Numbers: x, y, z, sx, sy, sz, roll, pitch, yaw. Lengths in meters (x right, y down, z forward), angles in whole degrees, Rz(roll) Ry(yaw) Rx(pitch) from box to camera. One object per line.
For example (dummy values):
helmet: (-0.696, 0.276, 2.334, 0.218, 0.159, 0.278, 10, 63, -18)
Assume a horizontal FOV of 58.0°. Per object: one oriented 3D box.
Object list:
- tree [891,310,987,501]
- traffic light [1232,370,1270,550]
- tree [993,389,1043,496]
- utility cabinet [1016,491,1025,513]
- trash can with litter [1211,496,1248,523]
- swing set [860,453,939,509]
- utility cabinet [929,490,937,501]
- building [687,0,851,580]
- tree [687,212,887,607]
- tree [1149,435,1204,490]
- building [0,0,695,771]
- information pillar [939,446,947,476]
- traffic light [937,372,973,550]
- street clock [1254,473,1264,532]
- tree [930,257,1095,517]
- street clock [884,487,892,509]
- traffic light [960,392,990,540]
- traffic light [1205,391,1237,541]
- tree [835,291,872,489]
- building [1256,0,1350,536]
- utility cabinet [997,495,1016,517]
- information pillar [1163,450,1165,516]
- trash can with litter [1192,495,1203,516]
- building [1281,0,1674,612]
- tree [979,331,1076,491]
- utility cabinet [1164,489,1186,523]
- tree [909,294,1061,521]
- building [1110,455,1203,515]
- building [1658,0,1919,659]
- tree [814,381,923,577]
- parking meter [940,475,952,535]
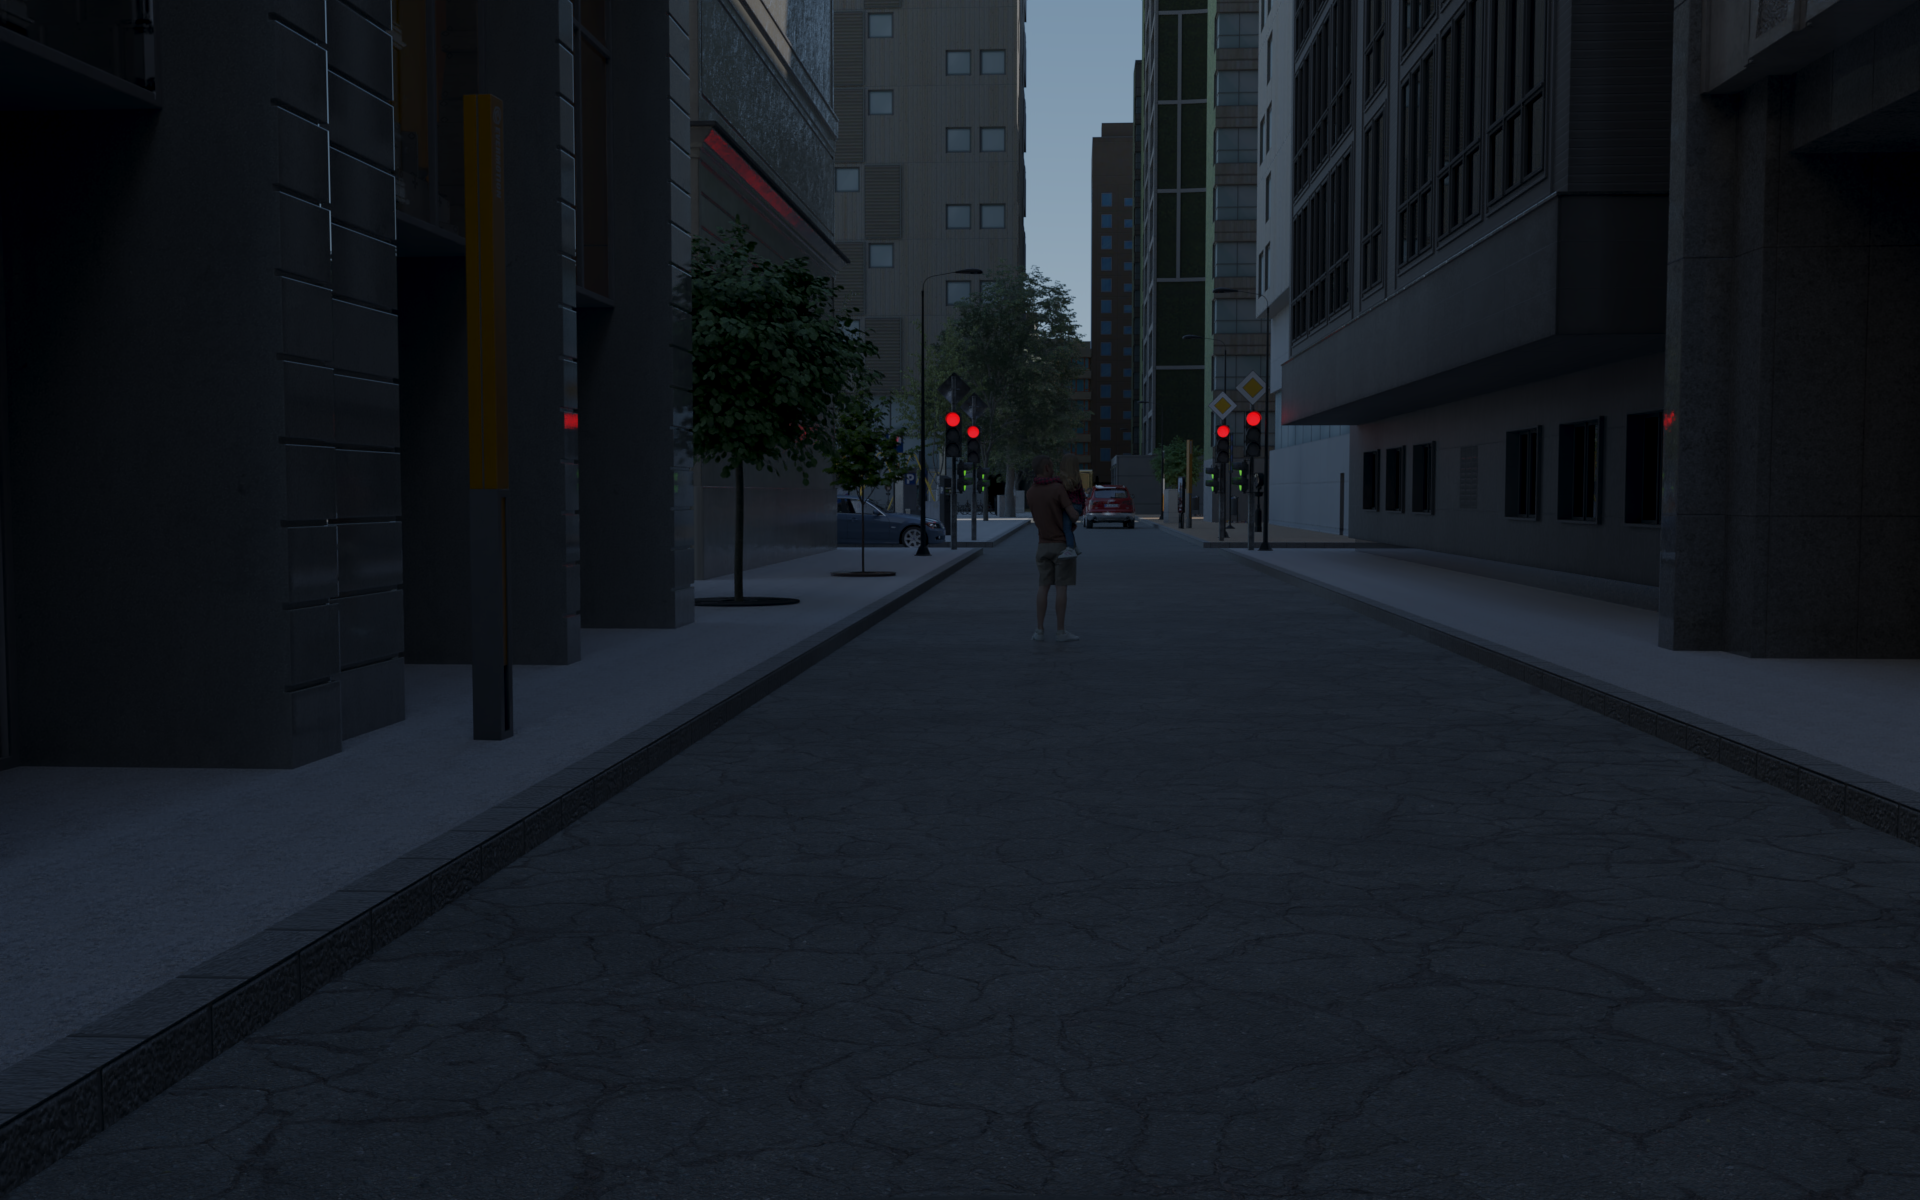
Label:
tree: (-0.904, -7.319, 70.033, 4.737, 8.622, 4.395, 0, 3, 0)
traffic light: (6.624, -3.089, 39.427, 0.839, 4.253, 0.868, 0, 4, 4)
tree: (3.418, -9.436, 104.644, 4.360, 8.622, 3.978, 0, 3, 0)
utility cabinet: (3.692, -6.505, 115.027, 1.173, 1.500, 0.318, 0, 4, 7)
trash can with litter: (12.247, -3.993, 76.335, 1.678, 1.210, 2.233, -2, 4, -32)
swing set: (-2.452, -4.183, 66.015, 2.862, 2.851, 3.119, 2, 4, 24)
utility cabinet: (-1.154, -5.469, 98.093, 1.173, 1.500, 0.318, -1, 4, -9)
building: (-17.529, -12.227, 33.196, 30.059, 22.955, 16.112, 0, 4, 4)
tree: (-2.555, -2.231, 20.197, 4.285, 4.588, 4.351, 0, 3, 0)
tree: (12.143, -6.872, 96.068, 4.285, 4.588, 4.351, 0, 3, 0)
building: (-8.991, -13.738, 2.105, 11.434, 29.767, 29.804, 0, 4, 4)
information pillar: (-0.742, -5.201, 76.393, 0.183, 3.616, 0.504, -2, 4, -32)
traffic light: (-0.123, -3.115, 39.856, 0.839, 4.253, 0.868, 0, 4, 4)
street clock: (10.054, -3.287, 58.316, 0.358, 2.002, 0.471, -1, 4, -16)
tree: (2.807, -11.522, 95.047, 9.857, 13.997, 8.962, 0, 3, 0)
street clock: (-5.017, -7.118, 120.956, 0.471, 2.002, 0.358, 1, 4, 19)
traffic light: (0.404, -3.603, 47.824, 0.839, 4.253, 0.868, 0, 4, 4)
traffic light: (7.151, -3.576, 47.395, 0.839, 4.253, 0.868, 0, 4, 4)
tree: (-4.640, -6.633, 58.819, 4.360, 8.622, 3.978, 0, 3, 0)
building: (24.455, -28.638, 57.469, 27.495, 52.752, 28.713, 0, 4, 4)
utility cabinet: (2.593, -5.208, 96.306, 1.020, 1.237, 0.306, -2, 4, -25)
information pillar: (10.894, -6.207, 92.844, 0.183, 3.616, 0.504, 1, 4, 12)
trash can with litter: (14.031, -5.503, 101.029, 2.233, 1.210, 1.678, 2, 4, 30)
building: (13.454, -14.225, 26.091, 14.314, 27.812, 24.014, 0, 4, 4)
tree: (4.285, -12.205, 117.672, 7.486, 12.596, 7.792, 0, 3, 0)
utility cabinet: (9.417, -4.114, 75.941, 1.173, 1.500, 0.318, -3, 5, -42)
tree: (0.989, -9.027, 81.998, 8.767, 10.594, 7.601, 3, 5, 40)
building: (20.262, -41.097, 110.186, 20.563, 71.187, 20.611, 0, 4, 4)
building: (11.197, -11.344, 3.491, 12.078, 24.808, 19.932, 0, 4, 4)
tree: (-1.618, -1.985, 27.058, 1.663, 3.219, 1.824, 0, 3, 0)
parking meter: (-0.445, -2.937, 53.724, 0.255, 1.863, 0.399, -2, 4, -28)
